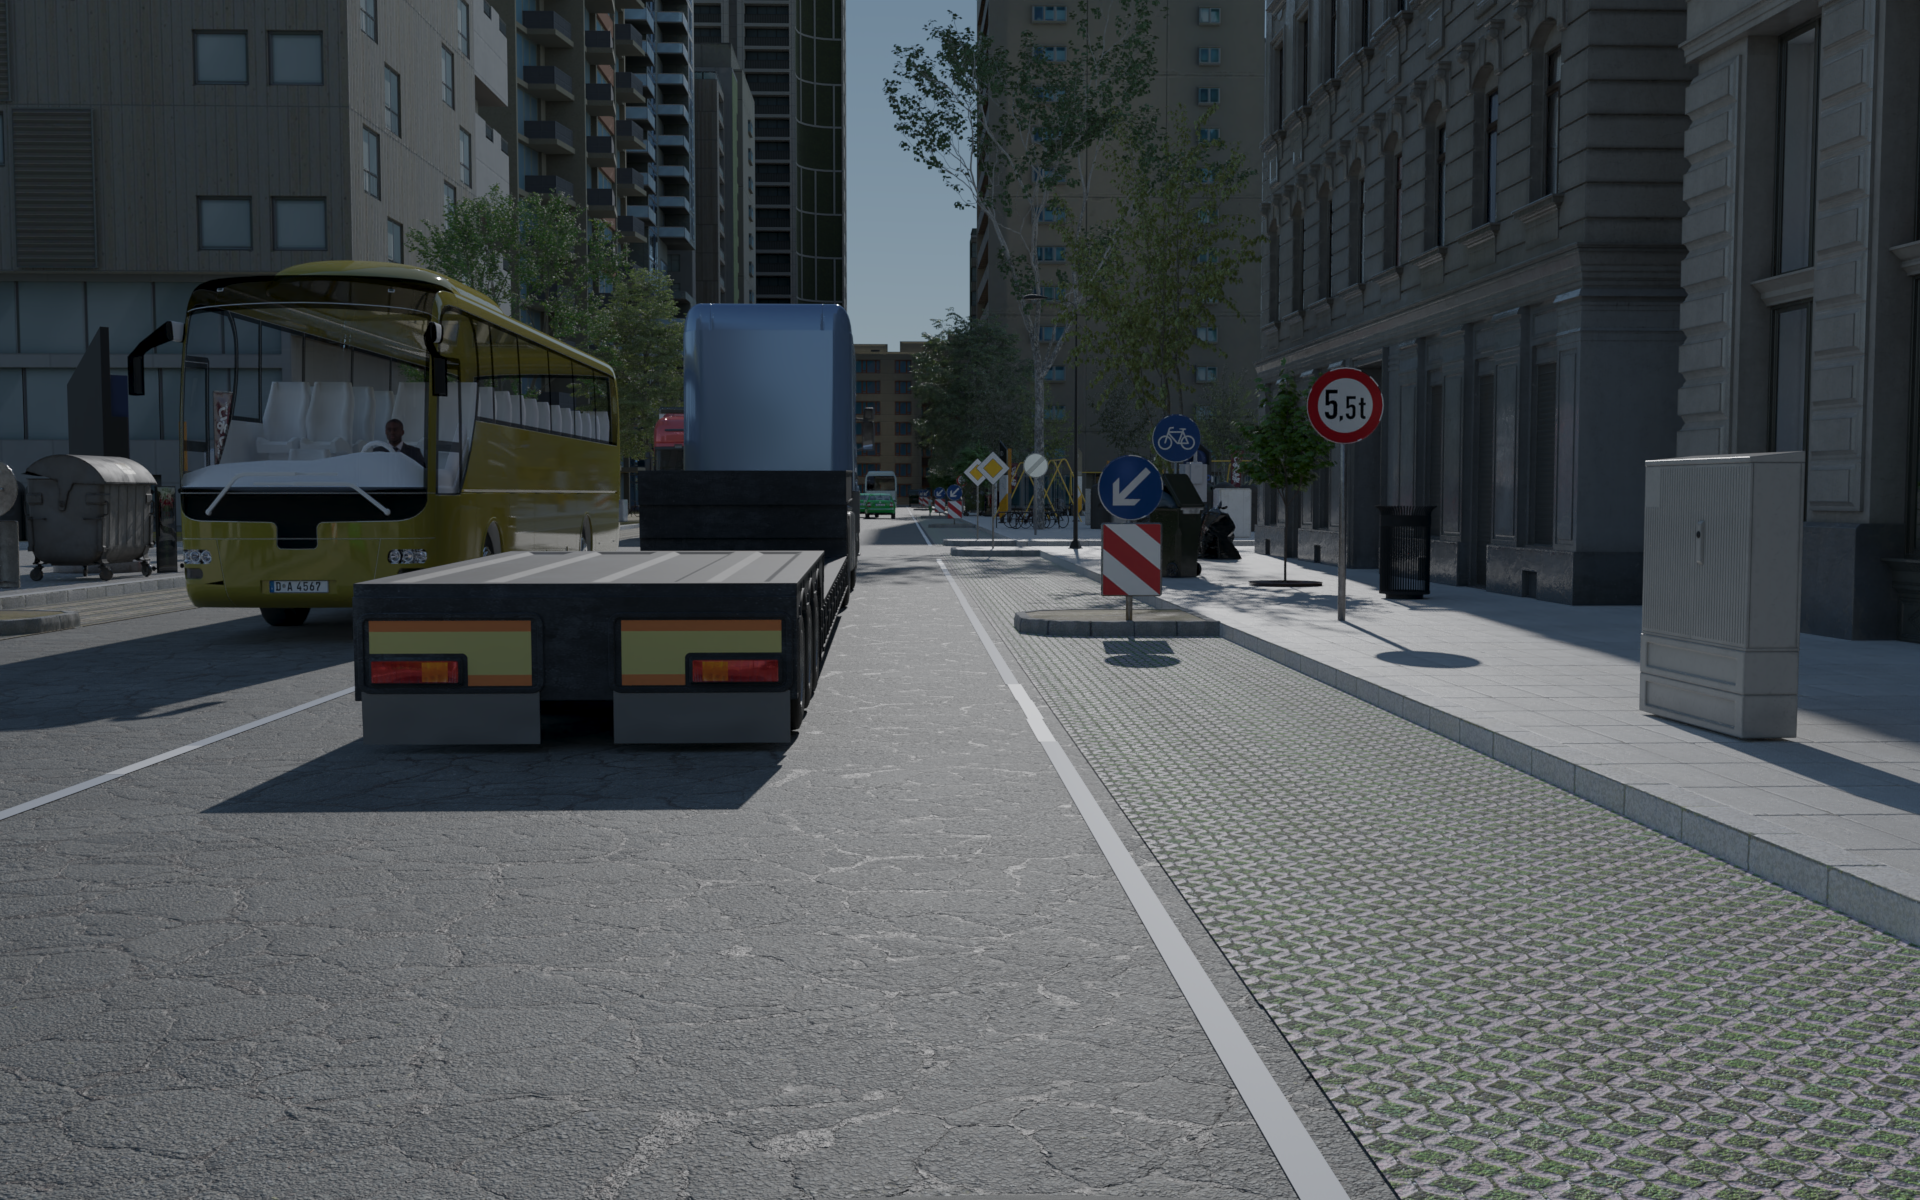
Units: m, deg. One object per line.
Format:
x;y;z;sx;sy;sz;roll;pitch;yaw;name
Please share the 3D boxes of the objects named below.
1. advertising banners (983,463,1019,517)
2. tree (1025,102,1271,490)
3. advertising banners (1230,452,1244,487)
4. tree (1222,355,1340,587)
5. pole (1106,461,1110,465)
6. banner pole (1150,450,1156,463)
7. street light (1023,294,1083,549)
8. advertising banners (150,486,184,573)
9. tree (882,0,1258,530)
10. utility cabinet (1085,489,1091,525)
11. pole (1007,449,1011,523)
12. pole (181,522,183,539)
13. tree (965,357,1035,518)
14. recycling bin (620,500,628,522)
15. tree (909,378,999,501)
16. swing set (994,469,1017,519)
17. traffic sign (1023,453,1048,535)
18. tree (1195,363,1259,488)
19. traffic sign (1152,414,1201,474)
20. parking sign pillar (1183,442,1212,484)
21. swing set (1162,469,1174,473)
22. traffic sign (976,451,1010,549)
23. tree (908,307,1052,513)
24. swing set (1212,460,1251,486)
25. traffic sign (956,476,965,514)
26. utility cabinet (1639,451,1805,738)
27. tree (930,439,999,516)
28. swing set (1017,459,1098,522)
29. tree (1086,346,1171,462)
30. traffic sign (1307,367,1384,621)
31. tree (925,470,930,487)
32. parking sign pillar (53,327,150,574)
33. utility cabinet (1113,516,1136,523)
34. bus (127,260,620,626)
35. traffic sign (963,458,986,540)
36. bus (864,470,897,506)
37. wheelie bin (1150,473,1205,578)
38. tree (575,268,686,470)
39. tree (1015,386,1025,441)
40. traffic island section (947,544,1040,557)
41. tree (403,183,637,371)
2.298;-6.197;97.513;2.074;3.025;0.090;1;4;16;advertising banners
3.634;-4.986;31.884;4.737;8.622;4.395;0;3;0;tree
10.304;-4.472;69.300;2.074;3.025;0.090;1;4;12;advertising banners
4.561;-1.823;24.402;1.663;3.219;1.824;0;3;0;tree
9.032;-6.852;105.873;0.158;3.312;0.155;0;3;0;pole
11.613;-6.948;103.619;0.401;3.779;0.863;2;4;24;banner pole
2.171;-4.154;40.464;1.470;5.913;1.316;0;4;-2;street light
-12.767;-2.001;28.899;0.090;3.025;2.074;1;4;15;advertising banners
4.136;-12.563;61.292;12.611;20.169;13.585;0;3;0;tree
5.406;-3.862;71.828;0.318;1.500;1.173;1;4;10;utility cabinet
2.208;-5.133;77.760;0.158;3.312;0.155;0;3;0;pole
-21.833;-3.358;48.740;0.158;3.312;0.155;0;3;0;pole
2.123;-8.766;93.684;4.360;8.622;3.978;0;3;0;tree
-15.816;-4.134;80.147;0.722;1.027;0.722;0;4;4;recycling bin
0.127;-11.884;128.709;8.767;10.594;7.601;0;4;8;tree
3.158;-5.265;83.704;2.862;2.851;3.119;0;4;-6;swing set
2.360;-3.298;54.029;0.768;2.556;0.104;0;4;2;traffic sign
15.285;-9.045;98.240;4.360;8.622;3.978;0;3;0;tree
3.459;-1.690;27.736;0.768;2.556;0.104;0;4;8;traffic sign
10.316;-5.315;75.378;1.447;3.967;1.447;-3;5;-41;parking sign pillar
14.086;-6.827;109.238;3.119;2.851;2.862;2;4;34;swing set
0.774;-2.268;40.721;0.795;2.450;0.064;0;4;-2;traffic sign
1.137;-12.947;118.346;9.857;13.997;8.962;0;3;0;tree
12.466;-5.066;80.443;3.119;2.851;2.862;1;4;21;swing set
0.158;-6.767;110.743;0.768;2.556;0.104;0;4;7;traffic sign
4.136;-0.050;9.491;0.318;1.500;1.173;0;4;-4;utility cabinet
1.102;-7.332;103.590;4.285;4.588;4.351;0;3;0;tree
4.368;-4.911;77.923;2.862;2.851;3.119;0;4;-8;swing set
8.021;-8.188;84.241;4.360;8.622;3.978;0;3;0;tree
3.870;-1.063;17.488;0.768;2.556;0.104;0;4;3;traffic sign
-1.121;-11.021;163.902;4.285;4.588;4.351;0;3;0;tree
-14.179;-2.449;28.512;1.447;3.967;1.447;3;5;40;parking sign pillar
3.124;-1.487;32.987;0.318;1.500;1.173;1;4;12;utility cabinet
-6.512;-1.869;22.110;2.896;3.916;12.252;0;4;-3;bus
0.494;-2.756;48.702;0.795;2.450;0.064;0;4;-2;traffic sign
-6.685;-9.241;145.952;2.948;3.499;13.247;0;4;-3;bus
3.292;-1.149;26.700;0.693;1.594;0.980;3;5;44;wheelie bin
-16.086;-10.357;87.469;7.486;12.596;7.792;0;3;0;tree
5.267;-9.669;108.447;4.737;8.622;4.395;0;3;0;tree
0.797;-1.133;40.800;2.009;0.180;2.903;0;4;-2;traffic island section
-14.748;-8.022;56.915;9.928;11.665;9.643;0;3;0;tree
